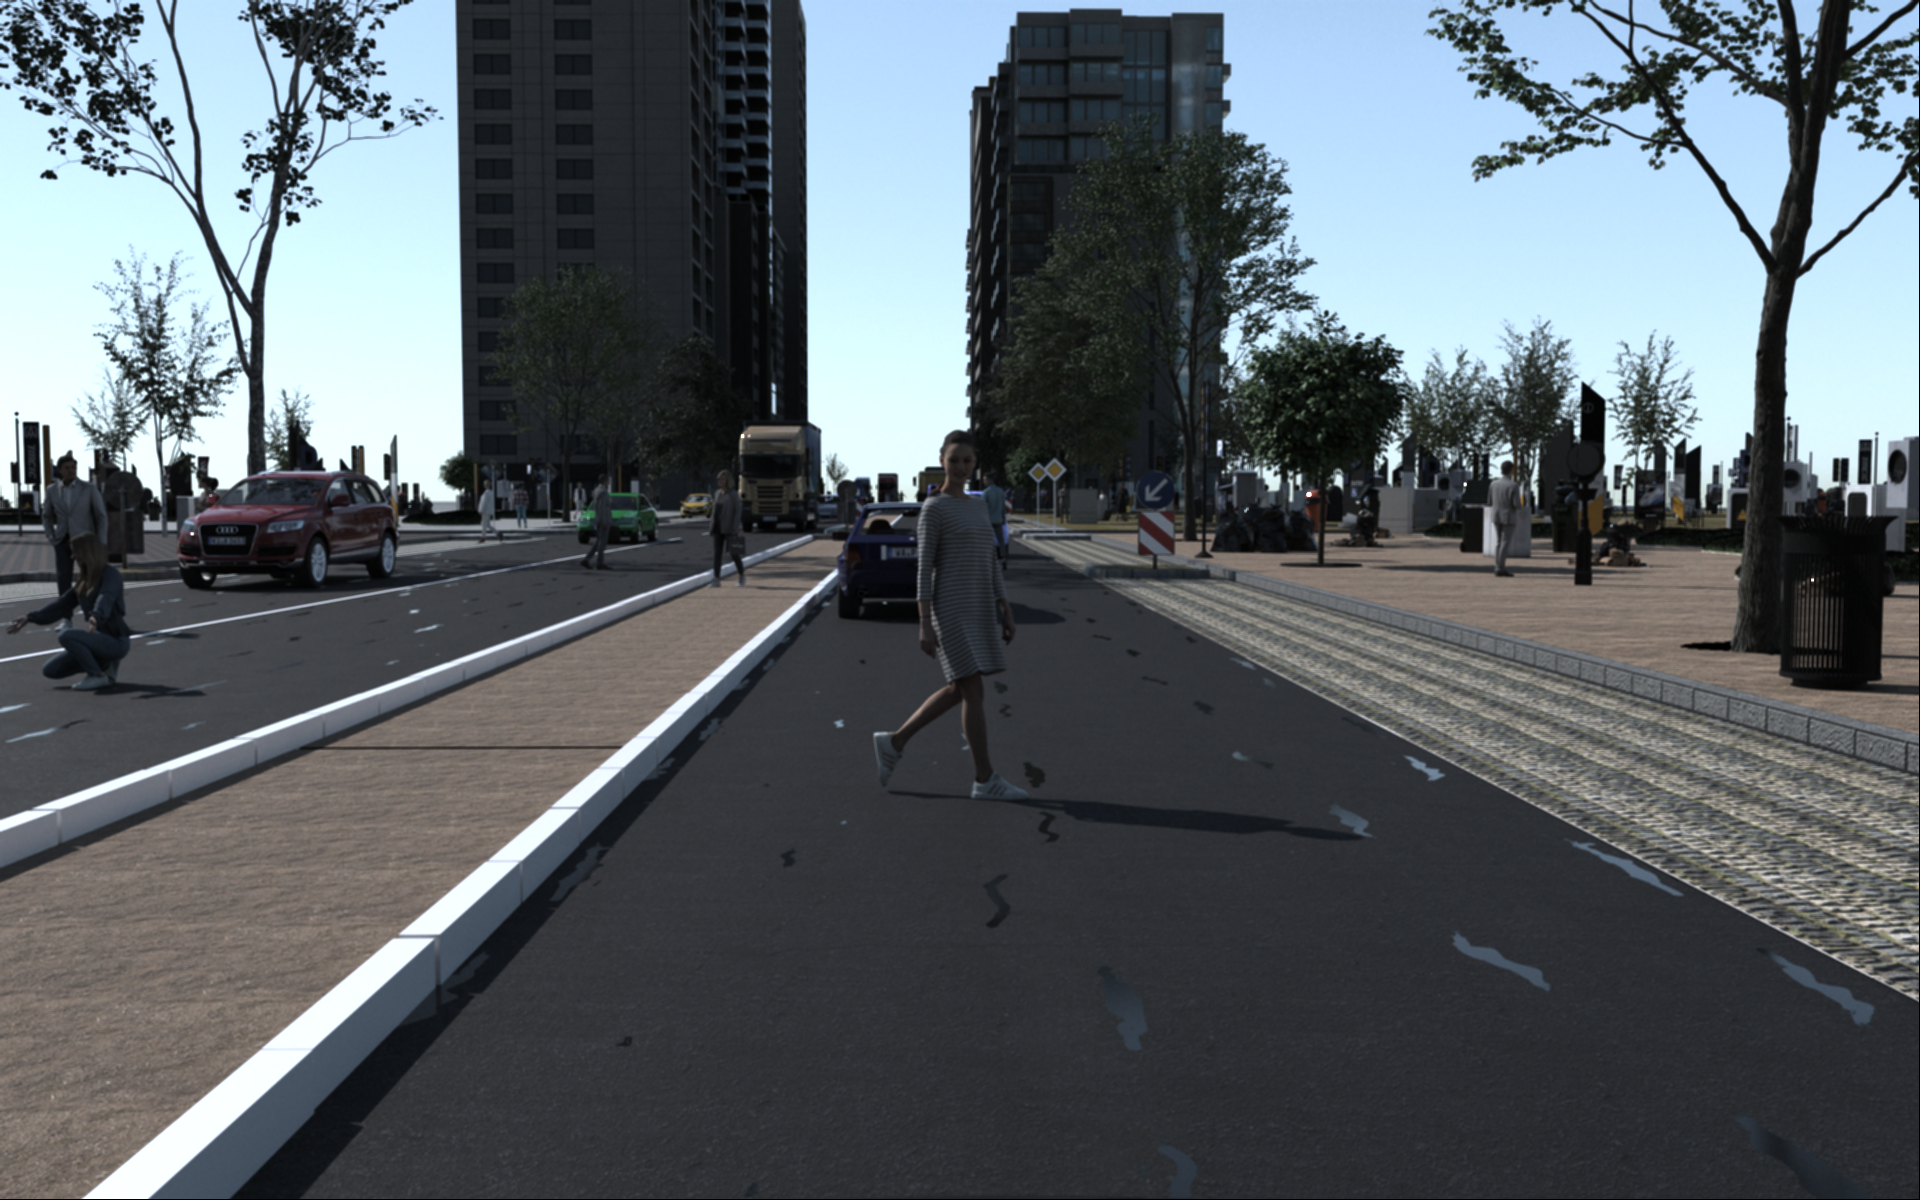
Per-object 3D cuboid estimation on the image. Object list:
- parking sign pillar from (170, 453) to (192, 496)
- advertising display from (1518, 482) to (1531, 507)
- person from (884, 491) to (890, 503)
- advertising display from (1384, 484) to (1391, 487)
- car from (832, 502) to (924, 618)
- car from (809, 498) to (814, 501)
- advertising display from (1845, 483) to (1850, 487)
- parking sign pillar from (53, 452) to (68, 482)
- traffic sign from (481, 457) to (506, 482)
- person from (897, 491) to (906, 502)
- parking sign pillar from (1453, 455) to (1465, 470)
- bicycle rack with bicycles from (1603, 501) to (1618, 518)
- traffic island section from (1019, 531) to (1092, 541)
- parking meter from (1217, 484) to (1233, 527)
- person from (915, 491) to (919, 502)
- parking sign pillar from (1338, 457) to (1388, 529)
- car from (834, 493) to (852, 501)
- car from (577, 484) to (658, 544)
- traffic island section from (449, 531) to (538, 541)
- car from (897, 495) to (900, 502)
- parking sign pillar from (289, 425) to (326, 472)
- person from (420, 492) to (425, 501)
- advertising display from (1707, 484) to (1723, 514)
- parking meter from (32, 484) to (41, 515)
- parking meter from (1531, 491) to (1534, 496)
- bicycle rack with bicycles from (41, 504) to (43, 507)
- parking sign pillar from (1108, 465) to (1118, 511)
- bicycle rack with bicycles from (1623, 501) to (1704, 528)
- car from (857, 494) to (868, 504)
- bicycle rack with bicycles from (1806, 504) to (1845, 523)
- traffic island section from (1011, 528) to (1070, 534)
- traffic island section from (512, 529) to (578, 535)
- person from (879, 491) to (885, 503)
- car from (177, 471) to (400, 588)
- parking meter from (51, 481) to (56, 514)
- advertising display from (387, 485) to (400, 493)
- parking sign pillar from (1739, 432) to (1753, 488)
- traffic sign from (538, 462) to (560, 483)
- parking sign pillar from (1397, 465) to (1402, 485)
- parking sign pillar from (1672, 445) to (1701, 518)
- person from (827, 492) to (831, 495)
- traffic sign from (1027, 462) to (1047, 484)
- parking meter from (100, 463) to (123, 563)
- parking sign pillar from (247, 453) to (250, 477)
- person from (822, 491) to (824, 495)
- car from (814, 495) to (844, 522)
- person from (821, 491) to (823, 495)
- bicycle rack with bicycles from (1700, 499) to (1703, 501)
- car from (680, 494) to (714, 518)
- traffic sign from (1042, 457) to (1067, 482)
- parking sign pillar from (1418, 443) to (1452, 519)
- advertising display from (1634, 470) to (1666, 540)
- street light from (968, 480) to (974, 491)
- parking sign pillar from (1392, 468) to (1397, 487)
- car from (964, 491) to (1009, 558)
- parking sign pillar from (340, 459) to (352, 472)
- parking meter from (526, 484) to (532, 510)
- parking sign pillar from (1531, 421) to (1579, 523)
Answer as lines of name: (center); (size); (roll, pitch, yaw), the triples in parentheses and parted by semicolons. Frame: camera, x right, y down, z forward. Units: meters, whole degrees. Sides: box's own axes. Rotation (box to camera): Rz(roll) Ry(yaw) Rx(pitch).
parking sign pillar: (-51.068, -7.647, 113.502); (1.447, 3.967, 1.447); (-2, 4, -26)
advertising display: (30.706, -5.473, 94.702); (0.974, 1.923, 0.123); (3, 4, 37)
person: (-6.459, -8.833, 153.585); (0.551, 1.740, 0.621); (-3, 5, -42)
advertising display: (27.027, -6.452, 110.711); (0.974, 1.923, 0.123); (1, 4, 11)
car: (-0.617, -0.539, 21.399); (1.945, 1.354, 3.894); (0, 4, -2)
car: (-13.610, -8.413, 149.342); (2.131, 1.459, 4.920); (0, 4, -2)
advertising display: (50.166, -5.672, 97.943); (0.123, 1.923, 0.974); (1, 4, 21)
parking sign pillar: (-56.239, -7.349, 108.628); (1.447, 3.967, 1.447); (0, 4, -6)
traffic sign: (-14.679, -3.197, 54.460); (0.795, 2.593, 0.064); (0, 4, -1)
person: (-7.233, -12.570, 214.023); (1.348, 1.824, 0.705); (-1, 4, -11)
parking sign pillar: (34.676, -8.101, 120.929); (1.447, 3.967, 1.447); (-2, 4, -25)
bicycle rack with bicycles: (35.875, -5.005, 95.216); (2.852, 0.926, 2.925); (0, 4, 7)
traffic island section: (3.036, -1.993, 54.870); (2.009, 0.180, 2.903); (0, 4, -1)
parking meter: (6.522, -2.090, 42.590); (0.372, 1.533, 0.369); (0, 3, 0)
person: (-5.005, -12.223, 208.348); (1.348, 1.823, 0.705); (3, 5, 43)
parking sign pillar: (14.691, -4.609, 63.824); (1.447, 3.967, 1.447); (-2, 4, -26)
car: (-7.702, -6.366, 113.678); (1.945, 1.707, 3.694); (0, 3, 0)
car: (-10.137, -2.608, 51.434); (1.959, 1.807, 4.718); (0, 4, 0)
traffic island section: (-14.702, -1.972, 54.527); (2.009, 0.180, 2.903); (0, 4, -1)
car: (-10.089, -15.349, 262.745); (2.131, 1.459, 4.920); (0, 4, -3)
parking sign pillar: (-25.849, -4.885, 68.340); (1.447, 3.967, 1.447); (1, 4, 15)
person: (-67.405, -12.720, 217.158); (0.721, 1.739, 1.217); (-3, 5, -45)
advertising display: (48.122, -6.437, 110.454); (0.974, 1.923, 0.123); (0, 4, -3)
parking meter: (-52.353, -5.657, 98.201); (0.399, 1.863, 0.255); (2, 4, 25)
parking meter: (43.585, -7.572, 132.205); (0.372, 1.533, 0.369); (0, 3, 0)
bicycle rack with bicycles: (-61.167, -6.316, 116.651); (2.925, 0.926, 2.852); (-2, 4, -30)
parking sign pillar: (11.733, -8.855, 133.256); (1.447, 3.967, 1.447); (0, 4, 4)
bicycle rack with bicycles: (27.210, -3.232, 66.220); (2.852, 0.926, 2.925); (2, 4, 29)
car: (-14.682, -15.200, 257.567); (2.155, 1.783, 4.494); (0, 4, -2)
bicycle rack with bicycles: (33.701, -3.158, 65.013); (2.852, 0.926, 2.925); (-1, 4, -8)
traffic island section: (2.878, -2.482, 62.854); (2.009, 0.180, 2.903); (0, 4, -1)
traffic island section: (-14.860, -2.461, 62.510); (2.009, 0.180, 2.903); (0, 4, -1)
person: (-8.265, -10.917, 187.513); (1.217, 1.766, 0.721); (0, 4, 2)
car: (-10.805, -1.193, 28.174); (2.281, 1.827, 5.304); (0, 4, 1)
parking meter: (-39.119, -4.236, 74.967); (0.399, 1.863, 0.255); (-3, 4, -38)
advertising display: (-42.178, -7.570, 128.983); (0.974, 1.923, 0.123); (-1, 4, -20)
parking sign pillar: (34.383, -5.298, 75.100); (1.447, 3.967, 1.447); (-1, 4, -12)
traffic sign: (-14.836, -3.685, 62.444); (0.795, 2.593, 0.064); (0, 4, -1)
parking sign pillar: (34.772, -9.053, 136.489); (1.447, 3.967, 1.447); (2, 4, 33)
parking sign pillar: (39.933, -6.519, 95.056); (1.447, 3.967, 1.447); (2, 4, 27)
person: (-16.780, -13.027, 222.300); (0.445, 1.727, 0.742); (1, 4, 12)
traffic sign: (2.855, -3.705, 62.771); (0.795, 2.593, 0.064); (0, 4, -1)
parking meter: (-15.851, -1.630, 32.356); (0.255, 1.863, 0.399); (-3, 5, -45)
parking sign pillar: (-32.196, -5.551, 79.227); (1.447, 3.967, 1.447); (0, 4, -8)
person: (-15.106, -11.015, 189.381); (0.721, 1.735, 1.217); (3, 5, 44)
car: (-6.698, -4.666, 88.287); (2.014, 1.417, 4.499); (0, 4, 0)
person: (-14.082, -10.126, 174.617); (0.990, 1.755, 0.434); (-3, 5, -40)
bicycle rack with bicycles: (58.000, -7.626, 138.059); (2.852, 0.926, 2.925); (2, 4, 27)
car: (-15.442, -5.639, 102.416); (2.015, 1.641, 3.980); (0, 4, -1)
traffic sign: (3.012, -3.217, 54.787); (0.795, 2.593, 0.064); (0, 4, -1)
parking sign pillar: (24.736, -6.279, 91.133); (1.447, 3.967, 1.447); (-2, 4, -25)
advertising display: (18.453, -2.514, 46.319); (0.974, 1.923, 0.123); (-1, 4, -22)
street light: (1.234, -15.311, 222.880); (1.470, 5.913, 1.316); (0, 4, -1)
parking sign pillar: (32.348, -8.838, 132.969); (1.447, 3.967, 1.447); (3, 5, 40)
car: (0.183, -1.854, 39.905); (1.945, 1.707, 3.694); (0, 4, -3)
parking sign pillar: (-46.830, -8.798, 132.324); (1.447, 3.967, 1.447); (1, 4, 9)
parking meter: (-25.009, -5.799, 100.519); (0.255, 1.863, 0.399); (0, 4, 2)
parking sign pillar: (22.519, -4.671, 64.839); (1.447, 3.967, 1.447); (-2, 4, -25)
